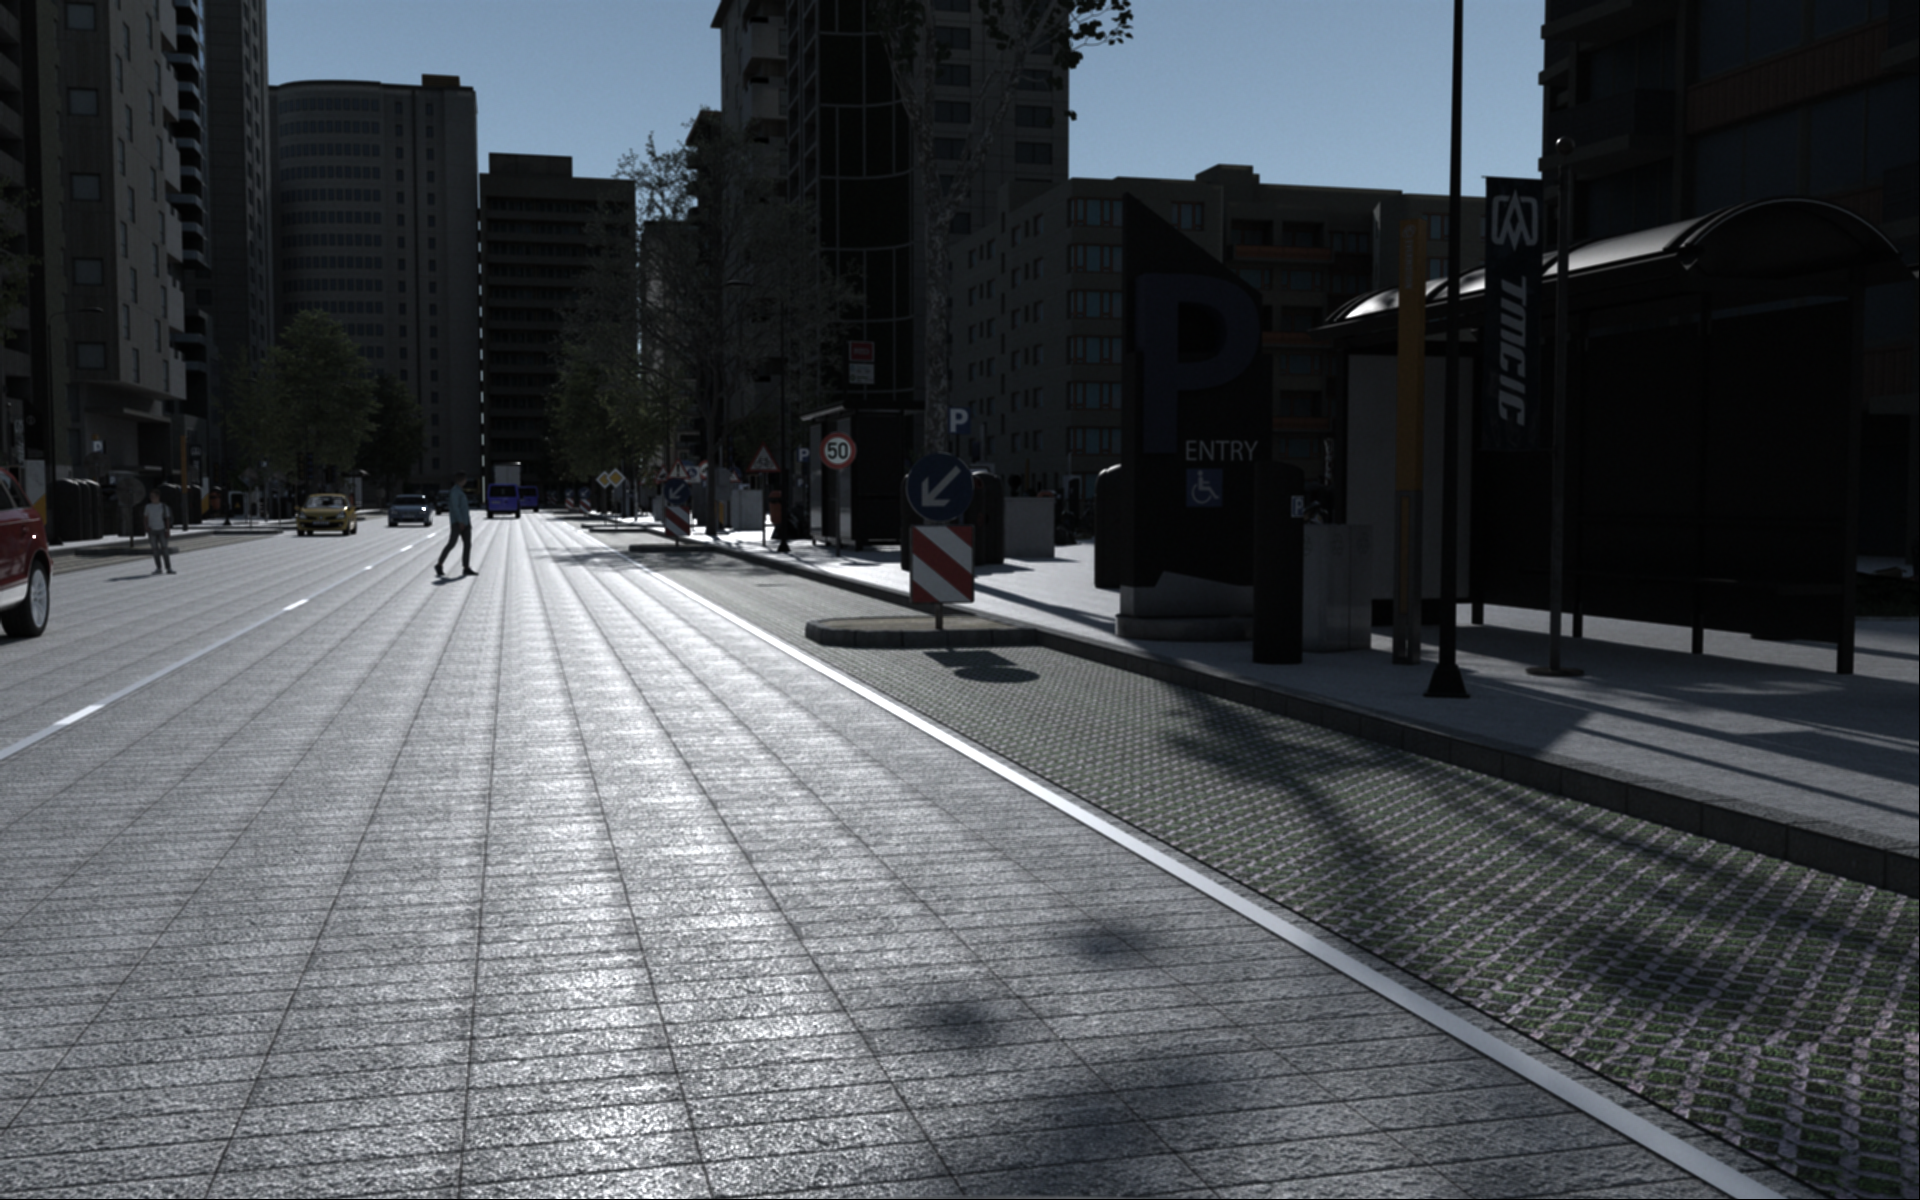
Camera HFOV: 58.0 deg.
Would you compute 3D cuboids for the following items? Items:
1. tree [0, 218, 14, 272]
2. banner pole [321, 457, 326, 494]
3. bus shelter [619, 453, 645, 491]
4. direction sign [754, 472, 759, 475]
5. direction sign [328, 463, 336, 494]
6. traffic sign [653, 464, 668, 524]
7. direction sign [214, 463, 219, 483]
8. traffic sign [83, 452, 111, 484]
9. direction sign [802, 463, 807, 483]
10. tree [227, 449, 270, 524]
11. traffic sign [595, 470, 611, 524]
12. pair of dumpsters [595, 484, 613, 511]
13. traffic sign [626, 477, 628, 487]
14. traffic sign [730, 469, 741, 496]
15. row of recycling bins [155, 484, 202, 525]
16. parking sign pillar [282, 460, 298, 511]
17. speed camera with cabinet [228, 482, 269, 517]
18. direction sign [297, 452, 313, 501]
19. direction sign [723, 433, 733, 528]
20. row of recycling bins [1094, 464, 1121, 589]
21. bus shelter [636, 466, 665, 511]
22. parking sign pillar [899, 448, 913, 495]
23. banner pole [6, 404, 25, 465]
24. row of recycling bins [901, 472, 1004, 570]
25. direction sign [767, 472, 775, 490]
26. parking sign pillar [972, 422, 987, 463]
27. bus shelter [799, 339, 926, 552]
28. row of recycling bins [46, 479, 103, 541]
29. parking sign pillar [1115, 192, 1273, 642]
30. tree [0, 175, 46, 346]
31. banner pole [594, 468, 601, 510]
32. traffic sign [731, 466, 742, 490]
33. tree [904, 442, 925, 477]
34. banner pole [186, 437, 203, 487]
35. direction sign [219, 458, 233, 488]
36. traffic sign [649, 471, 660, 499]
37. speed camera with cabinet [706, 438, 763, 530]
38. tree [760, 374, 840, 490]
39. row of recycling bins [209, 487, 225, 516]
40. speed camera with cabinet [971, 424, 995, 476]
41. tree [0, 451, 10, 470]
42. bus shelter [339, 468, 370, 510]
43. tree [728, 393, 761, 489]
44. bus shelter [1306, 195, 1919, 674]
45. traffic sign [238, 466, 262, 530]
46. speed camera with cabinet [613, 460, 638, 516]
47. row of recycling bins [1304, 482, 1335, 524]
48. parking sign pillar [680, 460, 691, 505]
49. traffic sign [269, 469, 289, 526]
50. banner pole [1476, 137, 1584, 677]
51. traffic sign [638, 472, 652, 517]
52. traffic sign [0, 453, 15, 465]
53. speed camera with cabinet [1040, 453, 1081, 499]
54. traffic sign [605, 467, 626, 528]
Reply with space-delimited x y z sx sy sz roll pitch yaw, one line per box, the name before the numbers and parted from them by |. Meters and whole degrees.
tree | -18.965 -5.625 26.374 8.767 10.594 7.601 -1 4 -18
banner pole | -43.031 -7.775 117.133 0.401 3.779 0.863 0 4 0
bus shelter | -26.365 -9.815 138.107 2.179 5.291 8.768 -1 4 -14
direction sign | -12.191 -6.839 103.816 0.379 3.537 0.876 -2 4 -28
direction sign | -41.756 -7.532 115.142 0.876 3.537 0.379 3 4 39
traffic sign | -12.780 -4.565 74.647 0.884 2.594 0.081 -1 4 -13
direction sign | -53.534 -8.158 125.381 0.876 3.537 0.379 0 4 -6
traffic sign | -25.946 -3.180 52.105 0.768 2.556 0.104 -1 4 -12
direction sign | -11.435 -8.095 124.345 0.876 3.537 0.379 1 4 8
tree | -30.950 -4.906 74.814 1.663 3.219 1.824 0 3 0
traffic sign | -14.981 -4.248 73.096 0.795 2.450 0.064 -1 4 -14
pair of dumpsters | -26.381 -7.759 129.351 1.574 2.255 4.437 -1 4 -14
traffic sign | -25.381 -8.027 131.339 0.768 2.556 0.104 -1 4 -11
traffic sign | -10.143 -4.687 76.638 0.884 2.594 0.081 -1 4 -10
row of recycling bins | -32.839 -4.011 72.698 1.069 1.692 3.534 0 4 -4
parking sign pillar | -51.667 -8.852 133.201 1.447 3.967 1.447 -3 5 -44
speed camera with cabinet | -39.322 -6.201 95.721 2.038 3.252 0.660 -1 4 -18
direction sign | -35.687 -6.267 94.465 0.379 3.537 0.876 3 5 39
direction sign | -8.706 -4.471 65.096 0.379 3.537 0.876 -2 4 -30
row of recycling bins | 3.203 -1.076 24.706 3.534 1.692 1.069 -3 5 -44
bus shelter | -22.618 -8.150 127.171 2.014 3.302 5.546 -1 4 -15
parking sign pillar | -2.977 -6.530 95.233 1.447 3.967 1.447 -3 4 -36
banner pole | -26.265 -3.562 48.259 0.401 3.779 0.863 1 4 19
row of recycling bins | -0.140 -1.443 30.701 1.069 1.692 3.534 1 4 21
direction sign | -15.187 -8.996 139.087 0.379 3.537 0.876 3 4 38
parking sign pillar | 0.739 -4.624 64.079 1.447 3.967 1.447 0 4 7
bus shelter | -2.627 -3.982 42.735 2.179 5.291 8.768 -1 4 -14
row of recycling bins | -24.732 -2.531 48.496 1.069 1.692 3.534 -1 4 -15
parking sign pillar | 2.131 -1.659 15.599 1.447 3.967 1.447 -1 4 -12
tree | -20.976 -5.210 35.541 4.737 8.622 4.395 0 3 0
banner pole | -29.609 -9.309 142.211 0.863 3.779 0.401 0 4 -6
traffic sign | -10.429 -4.873 79.773 0.768 2.556 0.104 0 4 -6
tree | -1.208 -4.186 63.040 1.663 3.219 1.824 0 3 0
banner pole | -33.937 -5.296 76.614 0.863 3.779 0.401 -2 4 -33
direction sign | -45.838 -7.131 108.585 0.876 3.537 0.379 2 4 34
traffic sign | -16.437 -5.715 93.547 0.768 2.556 0.104 -1 4 -10
speed camera with cabinet | -8.055 -4.133 61.907 2.038 3.252 0.660 -3 5 -40
tree | -8.542 -9.312 102.607 4.737 8.622 4.395 0 3 0
row of recycling bins | -44.022 -5.773 101.497 1.069 1.692 3.534 1 4 22
speed camera with cabinet | -0.048 -3.349 49.098 2.038 3.252 0.660 0 4 -2
tree | -45.483 -5.387 82.671 1.663 3.219 1.824 0 3 0
bus shelter | -48.556 -8.874 139.011 2.014 3.302 5.546 -1 4 -15
tree | -14.163 -10.455 121.304 4.737 8.622 4.395 0 3 0
bus shelter | 5.019 -1.255 14.445 2.014 3.302 5.546 -1 4 -14
traffic sign | -25.475 -3.580 62.171 0.795 2.450 0.064 -1 4 -14
speed camera with cabinet | -19.324 -6.467 100.064 0.660 3.252 2.038 1 4 16
row of recycling bins | 13.569 -3.255 60.334 3.534 1.692 1.069 -1 4 -17
parking sign pillar | -21.603 -9.143 137.964 1.447 3.967 1.447 -1 4 -22
traffic sign | -27.472 -4.053 69.903 0.795 2.450 0.064 -1 4 -14
banner pole | 4.019 -1.356 12.180 0.863 3.779 0.401 -1 4 -16
traffic sign | -17.891 -6.040 98.753 0.884 2.594 0.081 0 4 -7
traffic sign | -29.378 -3.260 53.412 0.768 2.556 0.104 -1 4 -8
speed camera with cabinet | 4.778 -5.383 82.340 2.038 3.252 0.660 -2 4 -35
traffic sign | -12.984 -3.775 65.364 0.795 2.450 0.064 -1 4 -14
